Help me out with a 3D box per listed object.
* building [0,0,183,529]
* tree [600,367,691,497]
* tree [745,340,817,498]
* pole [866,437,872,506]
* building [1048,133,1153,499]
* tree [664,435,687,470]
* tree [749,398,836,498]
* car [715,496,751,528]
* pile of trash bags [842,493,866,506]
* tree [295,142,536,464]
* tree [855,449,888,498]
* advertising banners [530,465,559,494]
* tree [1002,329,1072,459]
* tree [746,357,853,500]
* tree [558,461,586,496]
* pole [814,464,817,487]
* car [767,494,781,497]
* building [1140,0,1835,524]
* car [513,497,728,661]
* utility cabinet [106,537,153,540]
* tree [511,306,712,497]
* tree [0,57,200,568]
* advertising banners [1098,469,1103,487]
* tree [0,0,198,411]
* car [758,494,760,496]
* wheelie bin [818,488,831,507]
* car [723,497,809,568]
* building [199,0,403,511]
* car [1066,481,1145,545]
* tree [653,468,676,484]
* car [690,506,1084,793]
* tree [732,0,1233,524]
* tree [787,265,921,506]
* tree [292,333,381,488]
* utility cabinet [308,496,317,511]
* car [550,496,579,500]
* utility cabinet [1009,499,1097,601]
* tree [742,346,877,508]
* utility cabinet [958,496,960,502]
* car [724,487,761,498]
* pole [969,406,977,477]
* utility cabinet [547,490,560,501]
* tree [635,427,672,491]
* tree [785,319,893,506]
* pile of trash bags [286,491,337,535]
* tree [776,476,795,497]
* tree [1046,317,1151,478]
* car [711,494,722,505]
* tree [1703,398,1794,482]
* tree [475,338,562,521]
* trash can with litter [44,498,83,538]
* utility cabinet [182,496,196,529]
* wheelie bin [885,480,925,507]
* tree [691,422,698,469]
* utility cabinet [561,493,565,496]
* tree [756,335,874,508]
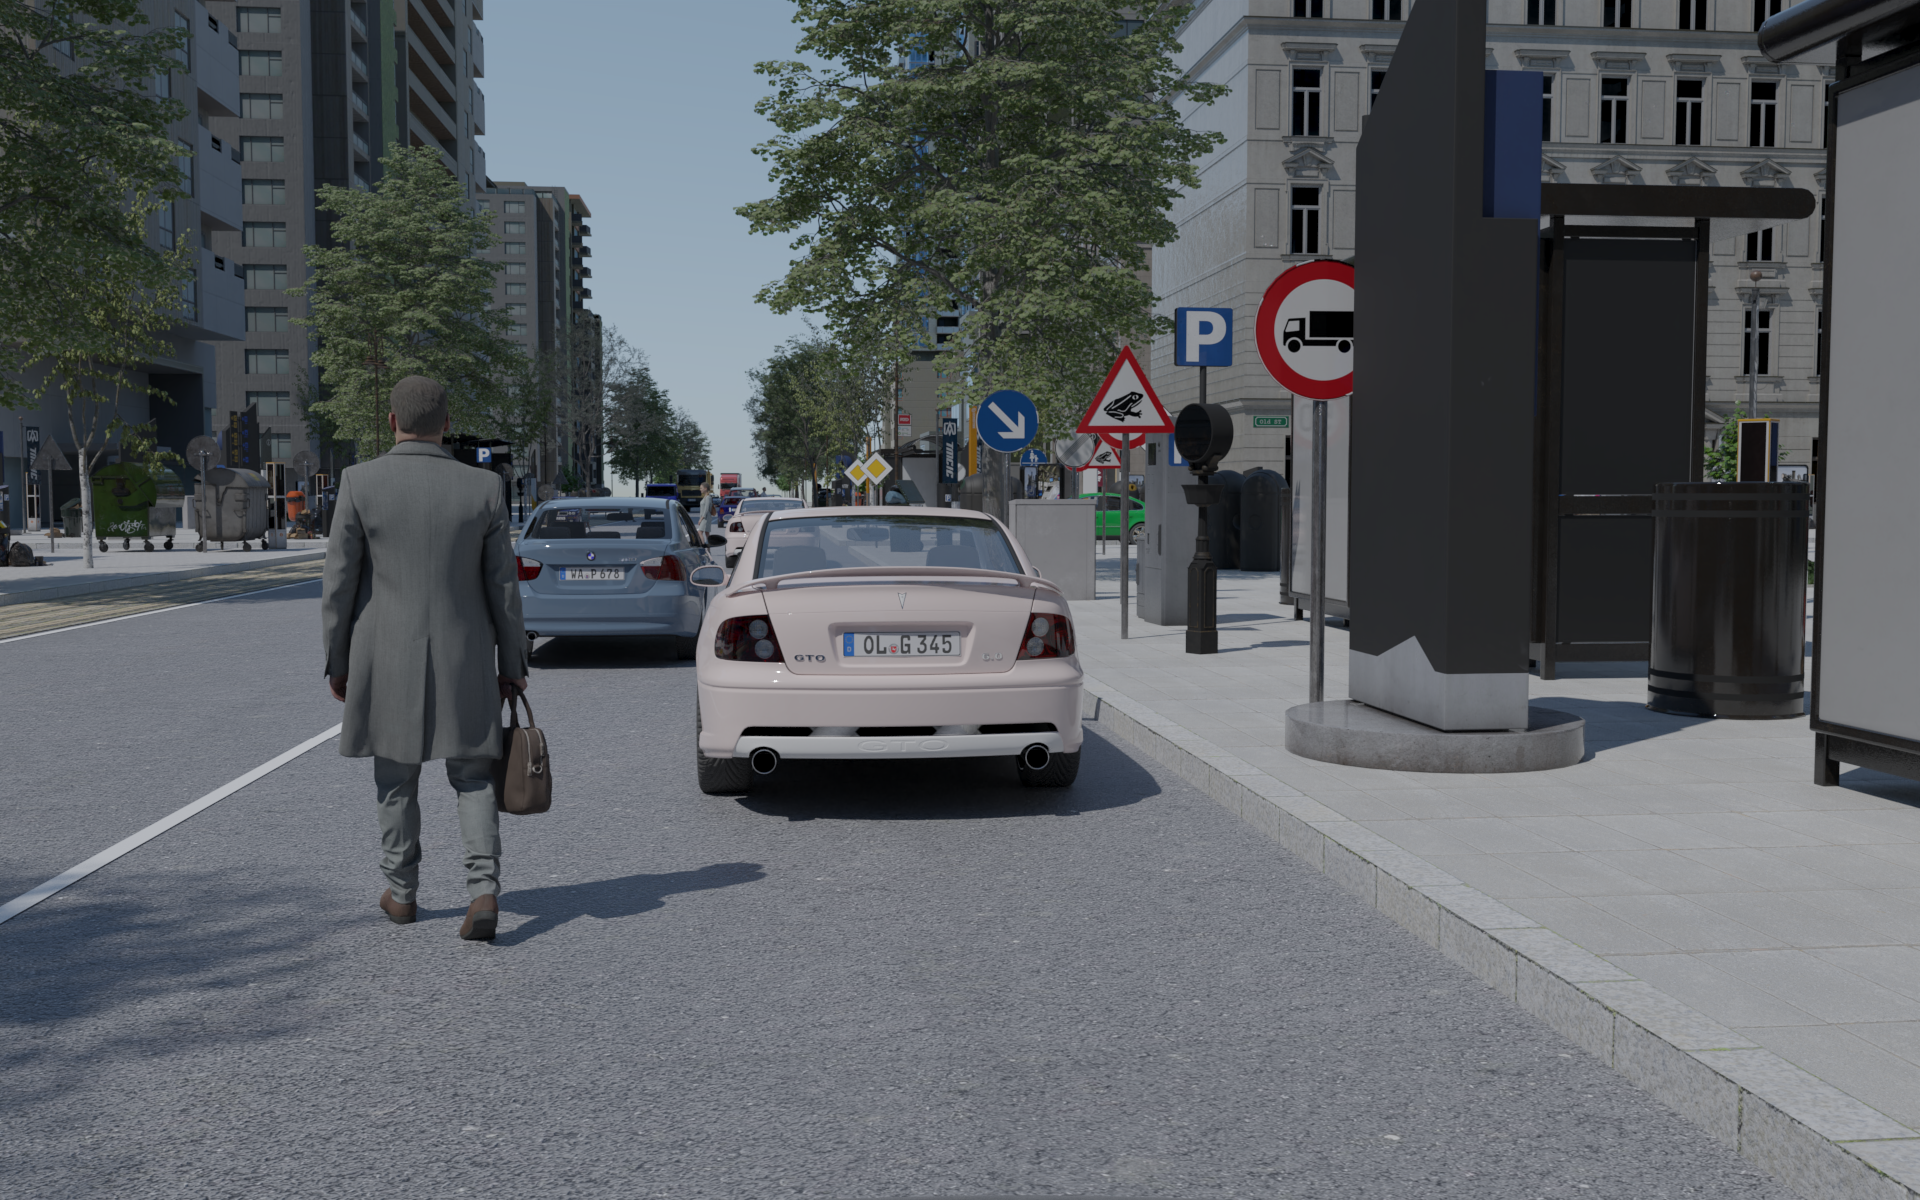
[{"bbox_3d":[-46.504,-29.416,70.190,28.713,52.752,27.495,0,4,-6],"label":"building"},{"bbox_3d":[-28.622,-14.434,154.124,7.486,12.596,7.792,0,3,0],"label":"tree"},{"bbox_3d":[-20.110,-21.867,213.411,12.611,20.169,13.585,0,3,0],"label":"tree"},{"bbox_3d":[-3.259,-4.166,61.965,0.158,3.312,0.155,0,3,0],"label":"pole"},{"bbox_3d":[10.044,-15.594,105.875,10.553,20.767,40.483,0,4,-6],"label":"building"},{"bbox_3d":[-35.830,-16.006,212.059,4.737,8.622,4.395,0,3,0],"label":"tree"},{"bbox_3d":[-16.663,-15.833,175.882,9.611,12.733,9.660,0,3,0],"label":"tree"},{"bbox_3d":[-9.601,-3.806,74.807,1.945,1.354,3.894,0,4,-7],"label":"car"},{"bbox_3d":[-4.734,-4.255,79.315,1.912,1.369,3.447,0,4,-3],"label":"pile of trash bags"},{"bbox_3d":[-17.753,-8.439,56.111,7.486,12.596,7.792,0,3,0],"label":"tree"},{"bbox_3d":[-4.141,-4.873,74.274,1.663,3.219,1.824,0,3,0],"label":"tree"},{"bbox_3d":[-25.016,-6.608,104.222,2.074,3.025,0.090,1,4,23],"label":"advertising banners"},{"bbox_3d":[2.825,-7.536,73.575,4.737,8.622,4.395,0,3,0],"label":"tree"},{"bbox_3d":[-13.842,-14.739,151.349,12.009,13.543,11.850,0,3,0],"label":"tree"},{"bbox_3d":[-22.784,-6.469,100.377,1.663,3.219,1.824,0,3,0],"label":"tree"},{"bbox_3d":[-9.634,-7.441,115.501,0.158,3.312,0.155,0,3,0],"label":"pole"},{"bbox_3d":[-12.918,-6.541,118.955,2.014,1.417,4.499,0,4,-7],"label":"car"},{"bbox_3d":[31.028,-18.224,74.373,44.131,29.872,17.030,0,4,-6],"label":"building"},{"bbox_3d":[-3.202,-0.256,16.189,2.014,1.417,4.499,0,4,-6],"label":"car"},{"bbox_3d":[-23.198,-2.425,48.332,1.173,1.500,0.318,-3,4,-38],"label":"utility cabinet"},{"bbox_3d":[-24.616,-12.456,114.025,12.009,13.543,11.850,0,3,0],"label":"tree"},{"bbox_3d":[-14.980,-4.839,29.474,4.737,8.622,4.395,0,3,0],"label":"tree"},{"bbox_3d":[5.713,-4.080,62.895,2.074,3.025,0.090,1,4,16],"label":"advertising banners"},{"bbox_3d":[-13.772,-6.364,22.175,7.486,12.596,7.792,0,3,0],"label":"tree"},{"bbox_3d":[-22.959,-11.265,193.972,2.009,1.686,4.222,0,4,-5],"label":"car"},{"bbox_3d":[-7.213,-5.201,92.937,0.980,1.594,0.693,1,4,18],"label":"wheelie bin"},{"bbox_3d":[-3.760,-1.384,34.991,2.083,1.381,4.827,0,4,-5],"label":"car"},{"bbox_3d":[-44.179,-26.077,109.953,14.154,41.232,14.086,0,4,-6],"label":"building"},{"bbox_3d":[3.393,-2.314,46.638,4.718,1.807,1.959,0,4,-6],"label":"car"},{"bbox_3d":[-33.917,-13.167,198.988,4.285,4.588,4.351,0,3,0],"label":"tree"},{"bbox_3d":[-0.492,0.159,9.762,2.083,1.381,4.827,0,4,-6],"label":"car"},{"bbox_3d":[0.380,-6.641,26.715,7.486,12.596,7.792,0,3,0],"label":"tree"},{"bbox_3d":[-2.982,-6.382,54.702,4.360,8.622,3.978,0,3,0],"label":"tree"},{"bbox_3d":[-27.043,-7.691,76.109,4.737,8.622,4.395,0,3,0],"label":"tree"},{"bbox_3d":[-27.023,-3.746,72.408,0.306,1.237,1.020,-1,4,-13],"label":"utility cabinet"},{"bbox_3d":[-16.925,-3.751,73.912,1.945,1.354,3.894,0,4,-7],"label":"car"},{"bbox_3d":[1.115,-0.595,20.898,1.020,1.237,0.306,-1,4,-15],"label":"utility cabinet"},{"bbox_3d":[-9.167,-10.674,108.925,8.767,10.594,7.601,-2,4,-29],"label":"tree"},{"bbox_3d":[0.356,-3.267,64.585,0.306,1.237,1.020,3,4,36],"label":"utility cabinet"},{"bbox_3d":[-12.577,-5.624,100.622,2.281,1.827,5.304,0,4,-6],"label":"car"},{"bbox_3d":[0.300,-2.834,40.181,0.158,3.312,0.155,0,3,0],"label":"pole"},{"bbox_3d":[-21.270,-4.999,90.408,0.318,1.500,1.173,0,4,1],"label":"utility cabinet"},{"bbox_3d":[-29.908,-13.260,167.166,4.360,8.622,3.978,0,3,0],"label":"tree"},{"bbox_3d":[-4.462,-7.252,68.936,4.737,8.622,4.395,0,3,0],"label":"tree"},{"bbox_3d":[-19.964,-2.758,54.839,1.912,1.369,3.447,1,4,22],"label":"pile of trash bags"},{"bbox_3d":[-23.150,-15.115,230.835,4.285,4.588,4.351,0,3,0],"label":"tree"},{"bbox_3d":[5.232,-7.186,67.853,4.360,8.622,3.978,0,3,0],"label":"tree"},{"bbox_3d":[-27.713,-11.142,194.173,2.014,1.417,4.499,0,4,-8],"label":"car"},{"bbox_3d":[15.773,-2.491,35.332,1.663,3.219,1.824,0,3,0],"label":"tree"},{"bbox_3d":[-20.740,-8.045,81.893,4.737,8.622,4.395,0,3,0],"label":"tree"},{"bbox_3d":[-26.189,-2.405,50.701,0.624,1.170,1.055,2,4,32],"label":"trash can with litter"},{"bbox_3d":[-28.216,-3.233,64.020,0.306,1.237,1.020,2,4,26],"label":"utility cabinet"},{"bbox_3d":[-1.245,-1.868,38.453,0.693,1.594,0.980,2,4,33],"label":"wheelie bin"},{"bbox_3d":[-33.363,-16.309,184.779,7.486,12.596,7.792,0,3,0],"label":"tree"},{"bbox_3d":[-26.190,-6.431,113.818,0.318,1.500,1.173,-2,4,-23],"label":"utility cabinet"},{"bbox_3d":[-11.479,-14.149,137.988,9.857,13.997,8.962,0,3,0],"label":"tree"}]
